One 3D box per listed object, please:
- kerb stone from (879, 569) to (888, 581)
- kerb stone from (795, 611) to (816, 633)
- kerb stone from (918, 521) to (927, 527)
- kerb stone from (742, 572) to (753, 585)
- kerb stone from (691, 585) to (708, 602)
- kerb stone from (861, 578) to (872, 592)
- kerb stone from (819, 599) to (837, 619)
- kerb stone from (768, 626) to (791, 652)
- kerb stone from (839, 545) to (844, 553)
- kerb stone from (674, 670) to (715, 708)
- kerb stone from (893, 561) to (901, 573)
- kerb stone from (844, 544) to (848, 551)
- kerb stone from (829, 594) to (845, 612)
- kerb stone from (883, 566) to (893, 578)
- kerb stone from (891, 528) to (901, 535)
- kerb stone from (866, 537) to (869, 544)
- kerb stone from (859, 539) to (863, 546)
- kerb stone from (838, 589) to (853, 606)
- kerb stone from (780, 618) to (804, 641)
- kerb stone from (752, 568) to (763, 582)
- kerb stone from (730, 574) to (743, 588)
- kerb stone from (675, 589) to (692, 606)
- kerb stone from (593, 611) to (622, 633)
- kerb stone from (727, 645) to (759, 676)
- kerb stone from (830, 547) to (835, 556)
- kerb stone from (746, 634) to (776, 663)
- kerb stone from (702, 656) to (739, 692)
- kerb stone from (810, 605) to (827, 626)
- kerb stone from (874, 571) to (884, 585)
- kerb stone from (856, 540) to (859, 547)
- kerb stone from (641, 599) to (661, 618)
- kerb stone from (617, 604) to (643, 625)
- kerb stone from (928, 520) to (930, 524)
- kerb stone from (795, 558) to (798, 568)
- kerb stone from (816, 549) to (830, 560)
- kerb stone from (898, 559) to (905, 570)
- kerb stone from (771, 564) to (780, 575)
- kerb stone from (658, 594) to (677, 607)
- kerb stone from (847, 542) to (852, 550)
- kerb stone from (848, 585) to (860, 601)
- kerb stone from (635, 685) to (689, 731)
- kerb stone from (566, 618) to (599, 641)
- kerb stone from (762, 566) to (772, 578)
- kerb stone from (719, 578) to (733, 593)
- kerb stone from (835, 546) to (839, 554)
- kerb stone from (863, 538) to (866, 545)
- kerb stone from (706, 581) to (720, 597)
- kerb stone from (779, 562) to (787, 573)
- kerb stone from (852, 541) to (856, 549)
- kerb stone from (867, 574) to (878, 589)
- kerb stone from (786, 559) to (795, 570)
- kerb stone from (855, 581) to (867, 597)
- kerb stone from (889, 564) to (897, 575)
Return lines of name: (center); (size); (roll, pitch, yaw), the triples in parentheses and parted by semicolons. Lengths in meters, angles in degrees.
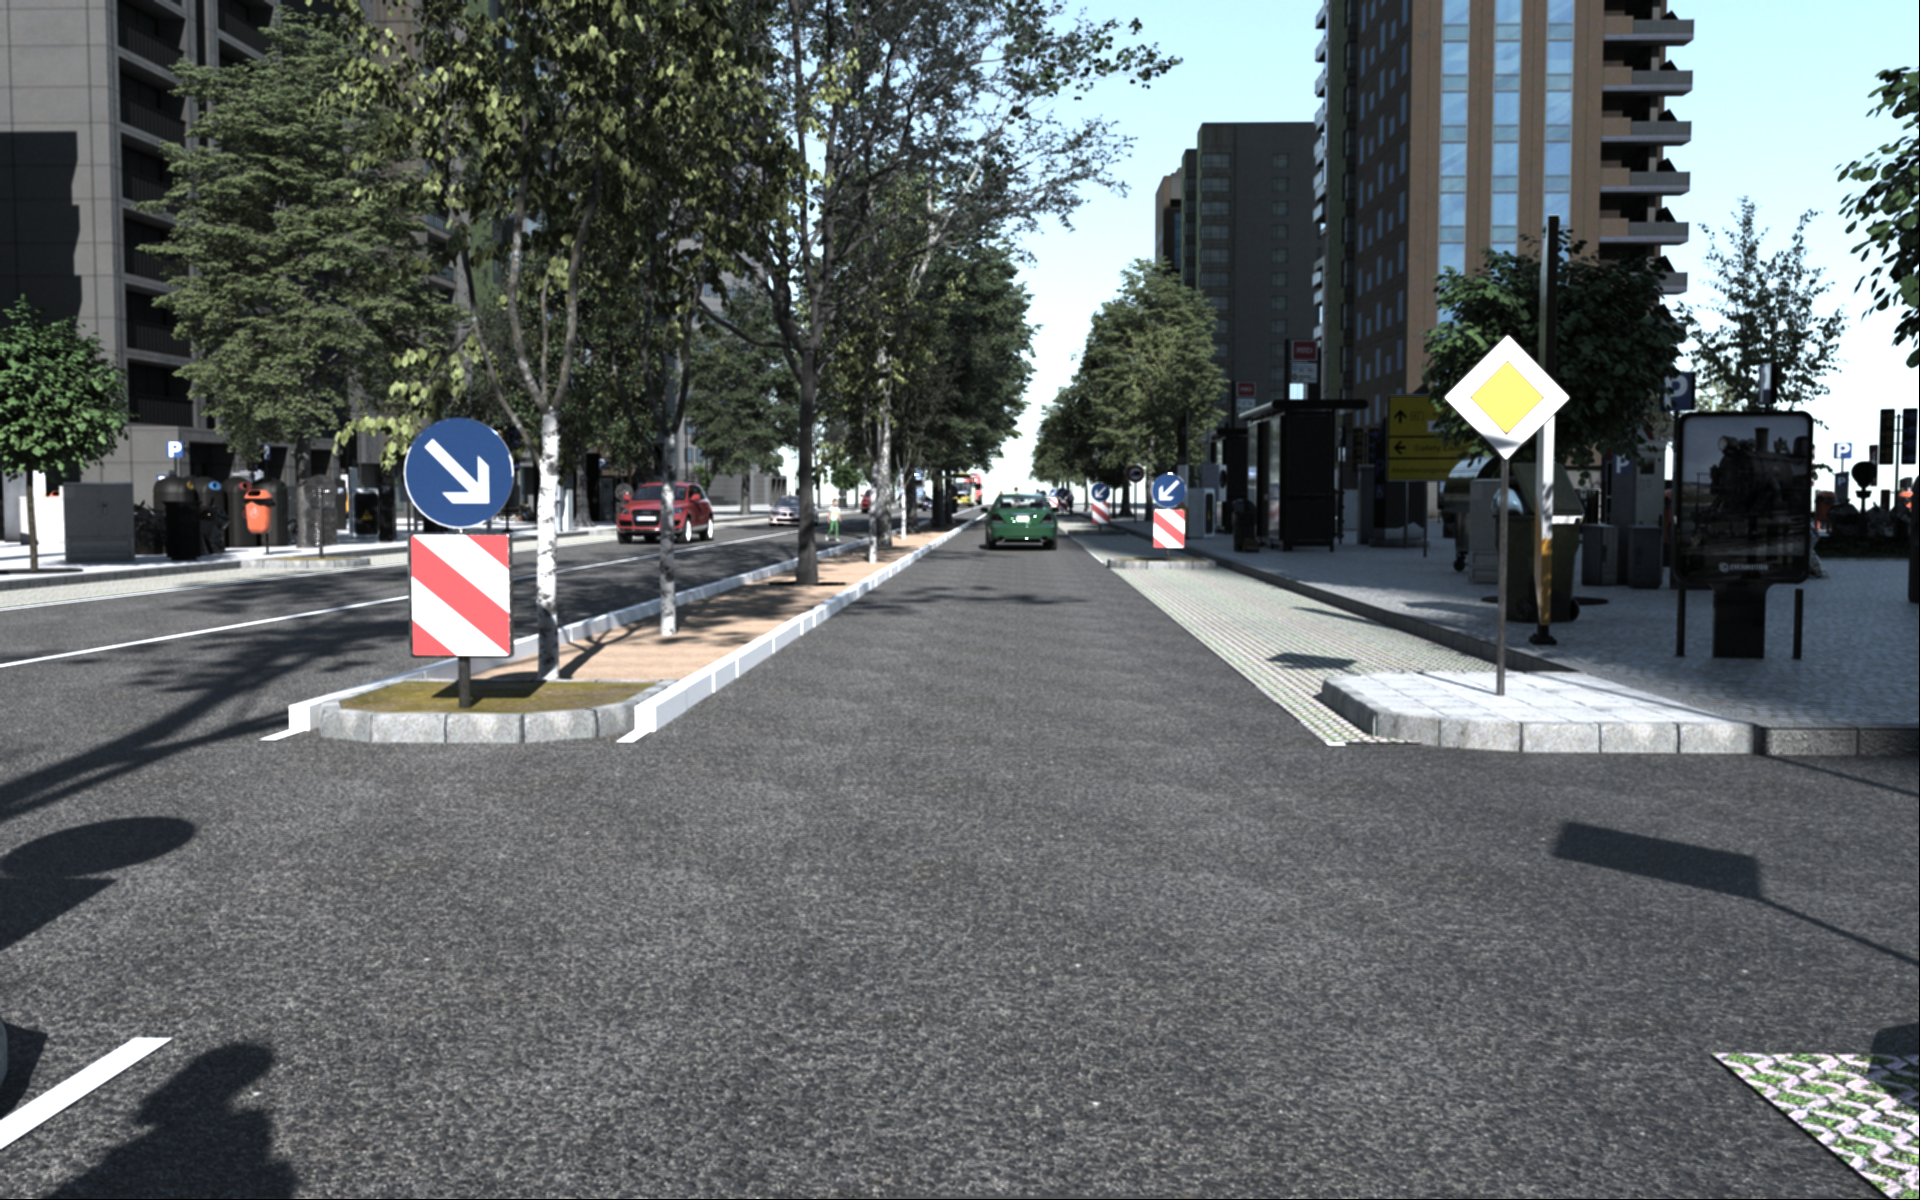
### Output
kerb stone: (-1.316, -0.377, 28.358); (0.120, 0.150, 1.000); (0, 4, 2)
kerb stone: (-1.649, 0.249, 18.131); (0.120, 0.150, 1.000); (0, 4, 2)
kerb stone: (-1.716, -3.514, 79.646); (0.120, 0.150, 1.000); (0, 4, 2)
kerb stone: (-3.447, -0.317, 27.378); (0.120, 0.150, 1.000); (0, 4, 2)
kerb stone: (-3.577, -0.066, 23.278); (0.120, 0.150, 1.000); (0, 4, 2)
kerb stone: (-1.419, -0.190, 25.294); (0.120, 0.150, 1.000); (0, 4, 2)
kerb stone: (-1.576, 0.126, 20.174); (0.120, 0.150, 1.000); (0, 4, 2)
kerb stone: (-1.718, 0.381, 16.085); (0.120, 0.150, 1.000); (0, 4, 2)
kerb stone: (-2.974, -1.190, 41.728); (0.120, 0.150, 1.000); (0, 4, 2)
kerb stone: (-1.858, 0.625, 11.981); (0.120, 0.150, 1.000); (0, 4, 2)
kerb stone: (-1.207, -0.563, 31.427); (0.120, 0.150, 1.000); (0, 4, 2)
kerb stone: (-2.935, -1.253, 42.757); (0.120, 0.150, 1.000); (0, 4, 2)
kerb stone: (-1.548, 0.061, 21.201); (0.120, 0.150, 1.000); (0, 4, 2)
kerb stone: (-1.282, -0.439, 29.380); (0.120, 0.150, 1.000); (0, 4, 2)
kerb stone: (-2.292, -2.448, 62.216); (0.120, 0.150, 1.000); (0, 4, 2)
kerb stone: (-2.729, -1.633, 48.895); (0.120, 0.150, 1.000); (0, 4, 2)
kerb stone: (-2.797, -1.505, 46.852); (0.120, 0.150, 1.000); (0, 4, 2)
kerb stone: (-1.517, -0.001, 22.222); (0.120, 0.150, 1.000); (0, 4, 2)
kerb stone: (-1.690, 0.314, 17.110); (0.120, 0.150, 1.000); (0, 4, 2)
kerb stone: (-3.402, -0.380, 28.415); (0.120, 0.150, 1.000); (0, 4, 2)
kerb stone: (-3.478, -0.254, 26.355); (0.120, 0.150, 1.000); (0, 4, 2)
kerb stone: (-3.625, -0.004, 22.257); (0.120, 0.150, 1.000); (0, 4, 2)
kerb stone: (-3.746, 0.246, 18.171); (0.120, 0.150, 1.000); (0, 4, 2)
kerb stone: (-1.780, 0.500, 14.028); (0.120, 0.150, 1.000); (0, 4, 2)
kerb stone: (-3.031, -1.070, 39.685); (0.120, 0.150, 1.000); (0, 4, 2)
kerb stone: (-1.752, 0.437, 15.052); (0.120, 0.150, 1.000); (0, 4, 2)
kerb stone: (-1.818, 0.562, 13.002); (0.120, 0.150, 1.000); (0, 4, 2)
kerb stone: (-1.610, 0.195, 19.153); (0.120, 0.150, 1.000); (0, 4, 2)
kerb stone: (-1.341, -0.314, 27.337); (0.120, 0.150, 1.000); (0, 4, 2)
kerb stone: (-2.836, -1.446, 45.830); (0.120, 0.150, 1.000); (0, 4, 2)
kerb stone: (-3.687, 0.122, 20.214); (0.120, 0.150, 1.000); (0, 4, 2)
kerb stone: (-3.714, 0.184, 19.192); (0.120, 0.150, 1.000); (0, 4, 2)
kerb stone: (-1.642, -3.639, 81.695); (0.120, 0.150, 1.000); (0, 4, 2)
kerb stone: (-3.236, -0.693, 33.526); (0.120, 0.150, 1.000); (0, 4, 2)
kerb stone: (-3.071, -1.007, 38.662); (0.120, 0.150, 1.000); (0, 4, 2)
kerb stone: (-1.167, -0.625, 32.448); (0.120, 0.150, 1.000); (0, 4, 2)
kerb stone: (-3.337, -0.505, 30.458); (0.120, 0.150, 1.000); (0, 4, 2)
kerb stone: (-3.654, 0.059, 21.235); (0.120, 0.150, 1.000); (0, 4, 2)
kerb stone: (-2.907, -1.319, 43.780); (0.120, 0.150, 1.000); (0, 4, 2)
kerb stone: (-1.479, -0.060, 23.244); (0.120, 0.150, 1.000); (0, 4, 2)
kerb stone: (-1.884, 0.687, 10.959); (0.120, 0.150, 1.000); (0, 4, 2)
kerb stone: (-3.778, 0.310, 17.149); (0.120, 0.150, 1.000); (0, 4, 2)
kerb stone: (-3.376, -0.443, 29.437); (0.120, 0.150, 1.000); (0, 4, 2)
kerb stone: (-3.505, -0.187, 25.321); (0.120, 0.150, 1.000); (0, 4, 2)
kerb stone: (-3.009, -1.132, 40.707); (0.120, 0.150, 1.000); (0, 4, 2)
kerb stone: (-2.765, -1.570, 47.873); (0.120, 0.150, 1.000); (0, 4, 2)
kerb stone: (-3.544, -0.126, 24.299); (0.120, 0.150, 1.000); (0, 4, 2)
kerb stone: (-3.312, -0.568, 31.480); (0.120, 0.150, 1.000); (0, 4, 2)
kerb stone: (-2.870, -1.383, 44.808); (0.120, 0.150, 1.000); (0, 4, 2)
kerb stone: (-1.381, -0.251, 26.316); (0.120, 0.150, 1.000); (0, 4, 2)
kerb stone: (-3.270, -0.631, 32.504); (0.120, 0.150, 1.000); (0, 4, 2)
kerb stone: (-1.444, -0.127, 24.272); (0.120, 0.150, 1.000); (0, 4, 2)
kerb stone: (-1.240, -0.500, 30.401); (0.120, 0.150, 1.000); (0, 4, 2)
